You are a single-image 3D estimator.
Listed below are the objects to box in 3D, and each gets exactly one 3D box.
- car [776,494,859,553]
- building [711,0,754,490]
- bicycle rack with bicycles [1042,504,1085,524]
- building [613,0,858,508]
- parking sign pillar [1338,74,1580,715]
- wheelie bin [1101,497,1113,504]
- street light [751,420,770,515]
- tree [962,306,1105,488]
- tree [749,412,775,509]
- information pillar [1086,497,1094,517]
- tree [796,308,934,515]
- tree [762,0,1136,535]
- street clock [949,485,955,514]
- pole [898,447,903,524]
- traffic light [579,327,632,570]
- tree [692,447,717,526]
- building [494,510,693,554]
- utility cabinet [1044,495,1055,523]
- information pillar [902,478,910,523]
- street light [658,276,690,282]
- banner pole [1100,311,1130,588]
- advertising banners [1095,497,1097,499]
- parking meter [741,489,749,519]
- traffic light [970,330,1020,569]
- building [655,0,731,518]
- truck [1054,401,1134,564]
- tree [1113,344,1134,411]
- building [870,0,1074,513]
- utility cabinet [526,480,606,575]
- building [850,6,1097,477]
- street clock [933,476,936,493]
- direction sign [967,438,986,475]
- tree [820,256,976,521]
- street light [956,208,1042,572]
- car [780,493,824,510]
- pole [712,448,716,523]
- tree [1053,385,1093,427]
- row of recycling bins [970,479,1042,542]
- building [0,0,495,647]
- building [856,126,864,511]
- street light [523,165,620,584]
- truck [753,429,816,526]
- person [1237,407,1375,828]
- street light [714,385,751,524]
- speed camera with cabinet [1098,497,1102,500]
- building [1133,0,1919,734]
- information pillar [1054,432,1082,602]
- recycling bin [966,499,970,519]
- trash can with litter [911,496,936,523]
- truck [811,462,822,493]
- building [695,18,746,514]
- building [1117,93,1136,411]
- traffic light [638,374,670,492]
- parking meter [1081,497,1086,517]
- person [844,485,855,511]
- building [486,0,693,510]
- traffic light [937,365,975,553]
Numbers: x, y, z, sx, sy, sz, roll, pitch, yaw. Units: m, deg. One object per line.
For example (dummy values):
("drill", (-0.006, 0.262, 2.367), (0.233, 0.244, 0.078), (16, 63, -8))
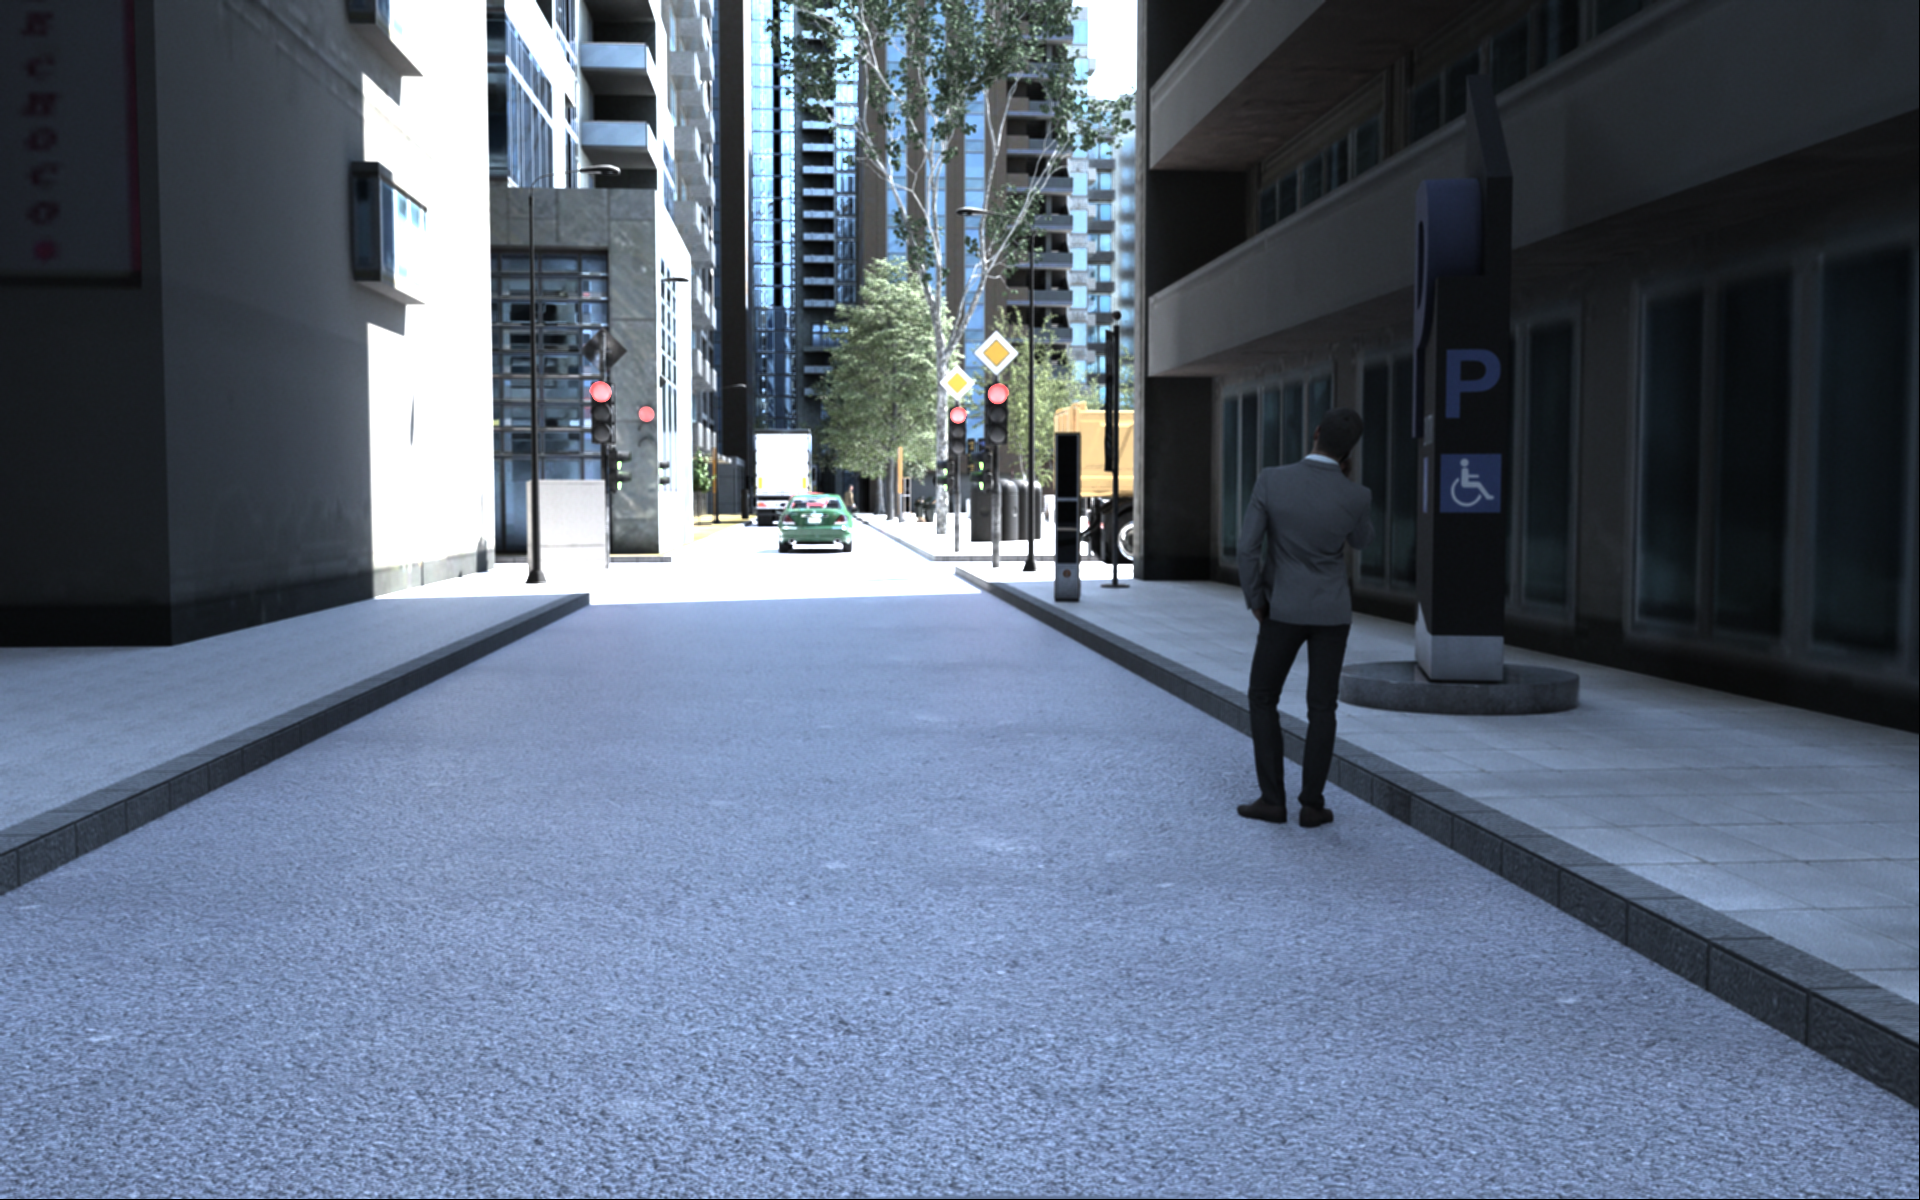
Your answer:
("car", (-3.604, -1.947, 43.637), (2.131, 1.459, 4.920), (0, 4, -3))
("building", (-23.840, -29.868, 138.455), (14.600, 45.320, 14.200), (0, 4, -5))
("bicycle rack with bicycles", (4.530, -4.093, 80.301), (2.852, 0.926, 2.925), (-1, 4, -21))
("building", (-23.579, -54.540, 204.395), (31.000, 86.520, 22.319), (0, 4, -5))
("parking sign pillar", (3.075, -1.355, 10.626), (1.447, 3.967, 1.447), (1, 4, 11))
("wheelie bin", (5.567, -3.372, 63.045), (0.980, 1.594, 0.693), (3, 5, 43))
("street light", (-12.586, -8.322, 108.610), (1.470, 5.913, 1.316), (0, 4, -5))
("tree", (2.360, -7.125, 66.851), (4.737, 8.622, 4.395), (0, 3, 0))
("tree", (-18.796, -12.809, 159.791), (4.737, 8.622, 4.395), (0, 3, 0))
("information pillar", (6.912, -5.355, 92.053), (0.304, 2.012, 0.304), (2, 4, 27))
("tree", (-4.922, -11.514, 105.264), (9.611, 12.733, 9.660), (0, 3, 0))
("tree", (0.719, -12.057, 53.029), (12.611, 20.169, 13.585), (0, 3, 0))
("street clock", (-0.597, -6.607, 112.590), (0.471, 2.002, 0.358), (-1, 4, -15))
("pole", (-2.595, -4.961, 74.949), (0.158, 3.312, 0.155), (0, 3, 0))
("traffic light", (-5.985, -2.464, 29.207), (0.839, 4.253, 0.868), (0, 4, -5))
("tree", (-10.373, -4.579, 69.464), (1.663, 3.219, 1.824), (0, 3, 0))
("building", (-18.862, -45.025, 48.837), (22.319, 86.520, 31.000), (0, 4, -5))
("utility cabinet", (4.150, -4.011, 76.745), (0.306, 1.237, 1.020), (3, 5, 41))
("information pillar", (-2.416, -4.459, 77.397), (0.304, 2.012, 0.304), (-2, 4, -30))
("street light", (-6.462, -3.947, 37.072), (1.470, 5.913, 1.316), (0, 4, -5))
("banner pole", (2.065, -2.051, 23.552), (0.401, 3.779, 0.863), (1, 4, 19))
("advertising banners", (8.173, -6.530, 102.951), (0.090, 3.025, 2.074), (3, 4, 36))
("parking meter", (-10.999, -4.908, 88.652), (0.372, 1.533, 0.369), (0, 3, 0))
("traffic light", (0.601, -2.499, 29.785), (0.839, 4.253, 0.868), (0, 4, -5))
("building", (-24.202, -28.668, 88.322), (23.786, 49.044, 30.456), (0, 4, -5))
("truck", (6.823, -2.311, 33.703), (9.791, 3.379, 3.469), (0, 4, -4))
("tree", (8.678, -7.981, 80.849), (4.737, 8.622, 4.395), (0, 3, 0))
("building", (-0.092, -28.878, 122.260), (14.600, 45.320, 14.200), (0, 4, -5))
("utility cabinet", (-6.199, -1.137, 27.264), (1.173, 1.500, 0.318), (-2, 4, -29))
("building", (0.977, -33.893, 173.763), (23.786, 49.044, 30.456), (0, 4, -5))
("street clock", (-0.745, -3.622, 63.794), (0.471, 2.002, 0.358), (1, 4, 10))
("direction sign", (0.676, -4.809, 70.624), (0.876, 3.537, 0.379), (2, 4, 33))
("tree", (-2.954, -10.083, 82.989), (7.486, 12.596, 7.792), (0, 3, 0))
("street light", (0.630, -3.410, 28.294), (1.470, 5.913, 1.316), (0, 4, -5))
("car", (-5.480, -3.296, 62.922), (2.155, 1.783, 4.494), (0, 4, -3))
("pole", (-10.827, -5.052, 76.437), (0.158, 3.312, 0.155), (0, 3, 0))
("tree", (7.630, -9.862, 111.606), (4.360, 8.622, 3.978), (0, 3, 0))
("row of recycling bins", (1.330, -2.464, 47.391), (1.069, 1.692, 3.534), (2, 4, 26))
("building", (-17.476, -24.027, 16.550), (21.600, 48.544, 21.300), (0, 4, -5))
("building", (-1.198, -22.330, 136.797), (14.160, 30.474, 14.107), (0, 4, -5))
("street light", (-5.507, -3.184, 24.597), (1.470, 5.913, 1.316), (0, 4, -5))
("truck", (-8.113, -5.584, 80.214), (2.839, 4.237, 11.283), (0, 4, -5))
("person", (1.493, 0.069, 7.548), (0.592, 1.802, 0.473), (1, 4, 20))
("street light", (-9.799, -6.185, 73.662), (1.470, 5.913, 1.316), (0, 4, -5))
("speed camera with cabinet", (6.406, -4.709, 71.330), (0.660, 3.252, 2.038), (3, 4, 36))
("building", (14.148, -23.962, 15.481), (21.300, 48.544, 21.600), (0, 4, -5))
("information pillar", (1.290, -0.992, 20.713), (0.304, 2.012, 0.304), (0, 4, 7))
("recycling bin", (0.784, -4.631, 88.265), (0.722, 1.027, 0.722), (2, 4, 28))
("trash can with litter", (-1.466, -3.951, 75.985), (0.624, 1.170, 1.055), (3, 5, 40))
("truck", (-13.973, -10.253, 156.555), (2.839, 4.237, 11.283), (0, 4, -4))
("building", (-25.587, -41.702, 120.080), (20.563, 71.187, 20.611), (0, 4, -5))
("building", (21.516, -36.116, 210.108), (30.456, 49.044, 23.786), (0, 4, -5))
("traffic light", (-6.667, -2.951, 37.163), (0.839, 4.253, 0.868), (0, 4, -5))
("parking meter", (7.029, -5.633, 97.815), (0.255, 1.863, 0.399), (3, 5, 44))
("person", (-4.962, -4.240, 77.742), (0.656, 1.842, 0.836), (1, 4, 20))
("building", (-35.319, -52.638, 173.301), (31.000, 86.520, 22.319), (0, 4, -5))
("traffic light", (-0.081, -2.986, 37.741), (0.839, 4.253, 0.868), (0, 4, -5))
